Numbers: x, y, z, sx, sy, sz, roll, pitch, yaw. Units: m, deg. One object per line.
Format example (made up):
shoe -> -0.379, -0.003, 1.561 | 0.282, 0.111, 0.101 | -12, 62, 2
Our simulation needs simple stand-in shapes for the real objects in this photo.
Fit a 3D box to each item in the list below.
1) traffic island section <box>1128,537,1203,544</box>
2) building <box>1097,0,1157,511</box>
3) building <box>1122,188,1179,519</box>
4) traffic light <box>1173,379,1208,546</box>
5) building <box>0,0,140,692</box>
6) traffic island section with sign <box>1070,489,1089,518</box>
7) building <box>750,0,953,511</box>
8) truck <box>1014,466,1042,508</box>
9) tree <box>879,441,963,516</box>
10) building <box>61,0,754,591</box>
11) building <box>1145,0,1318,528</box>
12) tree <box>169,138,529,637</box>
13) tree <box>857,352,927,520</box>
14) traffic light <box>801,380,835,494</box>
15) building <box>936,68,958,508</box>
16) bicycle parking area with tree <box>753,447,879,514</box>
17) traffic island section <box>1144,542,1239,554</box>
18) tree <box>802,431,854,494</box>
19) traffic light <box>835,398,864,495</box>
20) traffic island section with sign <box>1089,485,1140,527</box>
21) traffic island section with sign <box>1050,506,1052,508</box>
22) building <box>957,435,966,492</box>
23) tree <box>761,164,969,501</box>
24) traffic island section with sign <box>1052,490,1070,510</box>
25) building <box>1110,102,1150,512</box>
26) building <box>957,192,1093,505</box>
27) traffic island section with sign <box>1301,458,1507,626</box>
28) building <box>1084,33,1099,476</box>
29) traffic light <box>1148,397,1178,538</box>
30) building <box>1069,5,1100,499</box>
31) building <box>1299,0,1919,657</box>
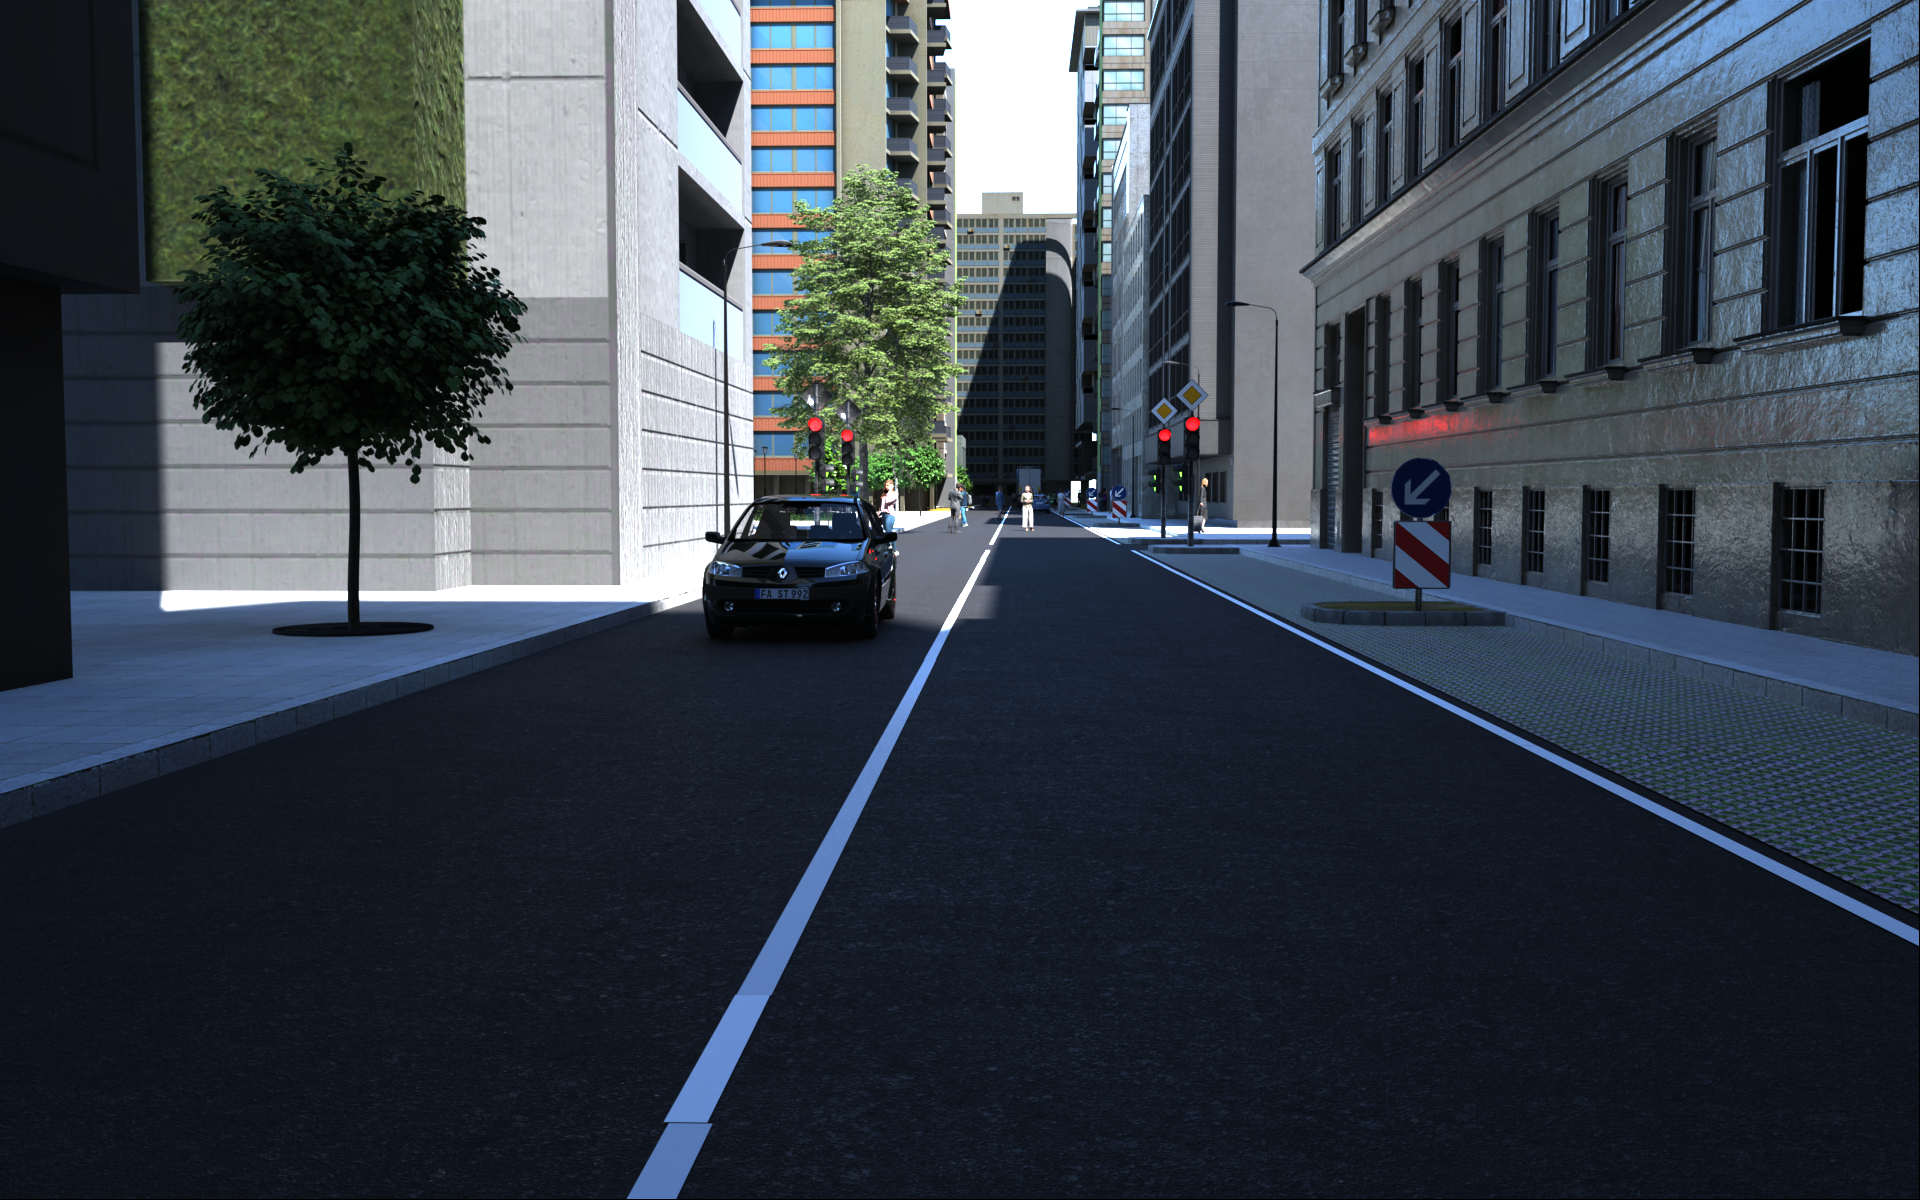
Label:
traffic island section -> 5.952, -1.727, 50.524 | 2.009, 0.180, 2.903 | 0, 4, 2
building -> 17.802, -27.654, 135.731 | 14.154, 41.232, 14.086 | 0, 4, 2
building -> 14.788, -14.785, 96.485 | 10.420, 20.320, 16.860 | 0, 4, 2
traffic light -> 5.647, -3.273, 42.431 | 0.839, 4.253, 0.868 | 0, 4, 2
building -> -12.960, -21.659, 4.238 | 14.600, 45.320, 14.200 | 0, 4, 2
traffic island section with sign -> 7.699, -5.765, 102.885 | 1.989, 1.847, 2.006 | 0, 4, 2
building -> -11.943, -29.701, 140.238 | 22.147, 44.769, 28.867 | 0, 4, 2
truck -> 7.163, -11.777, 181.459 | 2.839, 4.237, 11.283 | 0, 4, 1
tree -> -2.318, -7.156, 100.715 | 4.285, 4.588, 4.351 | 0, 3, 0
building -> -18.564, -29.933, 31.408 | 28.212, 58.520, 21.231 | 0, 4, 2
building -> 16.117, -17.266, 75.803 | 14.314, 27.812, 24.014 | 0, 4, 2
tree -> -5.669, -1.978, 16.059 | 4.285, 4.588, 4.351 | 0, 3, 0
tree -> -3.260, -8.334, 86.619 | 4.360, 8.622, 3.978 | 0, 3, 0
traffic light -> -3.510, -3.290, 42.718 | 0.839, 4.253, 0.868 | 0, 4, 2
building -> -7.533, -29.243, 161.711 | 14.154, 41.232, 14.086 | 0, 4, 2
bicycle parking area with tree -> -9.375, -7.171, 104.247 | 8.231, 4.147, 9.016 | 2, 4, 27
traffic island section -> 5.686, -1.239, 42.544 | 2.009, 0.180, 2.903 | 0, 4, 2
tree -> -4.063, -3.604, 53.522 | 1.663, 3.219, 1.824 | 0, 3, 0
traffic light -> -3.245, -3.778, 50.699 | 0.839, 4.253, 0.868 | 0, 4, 2
traffic island section with sign -> 6.784, -4.085, 75.424 | 1.989, 1.847, 2.006 | 0, 4, 2
traffic island section with sign -> 10.256, -10.467, 179.763 | 1.989, 1.847, 2.006 | 0, 4, 2
building -> -15.190, -53.591, 188.889 | 31.000, 86.520, 22.319 | 0, 4, 2
tree -> -3.013, -8.674, 59.942 | 7.486, 12.596, 7.792 | 0, 3, 0
traffic island section with sign -> 9.339, -8.791, 152.359 | 1.989, 1.847, 2.006 | 0, 4, 2
building -> 16.521, -18.143, 114.664 | 12.078, 24.808, 19.932 | 0, 4, 2
building -> 5.455, -32.635, 225.459 | 23.993, 40.220, 32.217 | 0, 4, 2
traffic island section with sign -> 4.941, -0.673, 19.637 | 1.989, 1.847, 2.006 | 0, 4, 2
building -> 23.625, -32.901, 157.541 | 23.786, 49.044, 30.456 | 0, 4, 2
traffic light -> 5.912, -3.761, 50.412 | 0.839, 4.253, 0.868 | 0, 4, 2
building -> 26.366, -36.516, 186.274 | 28.713, 52.752, 27.495 | 0, 4, 2
building -> 15.267, -11.837, 26.814 | 16.112, 22.955, 30.059 | 0, 4, 2
